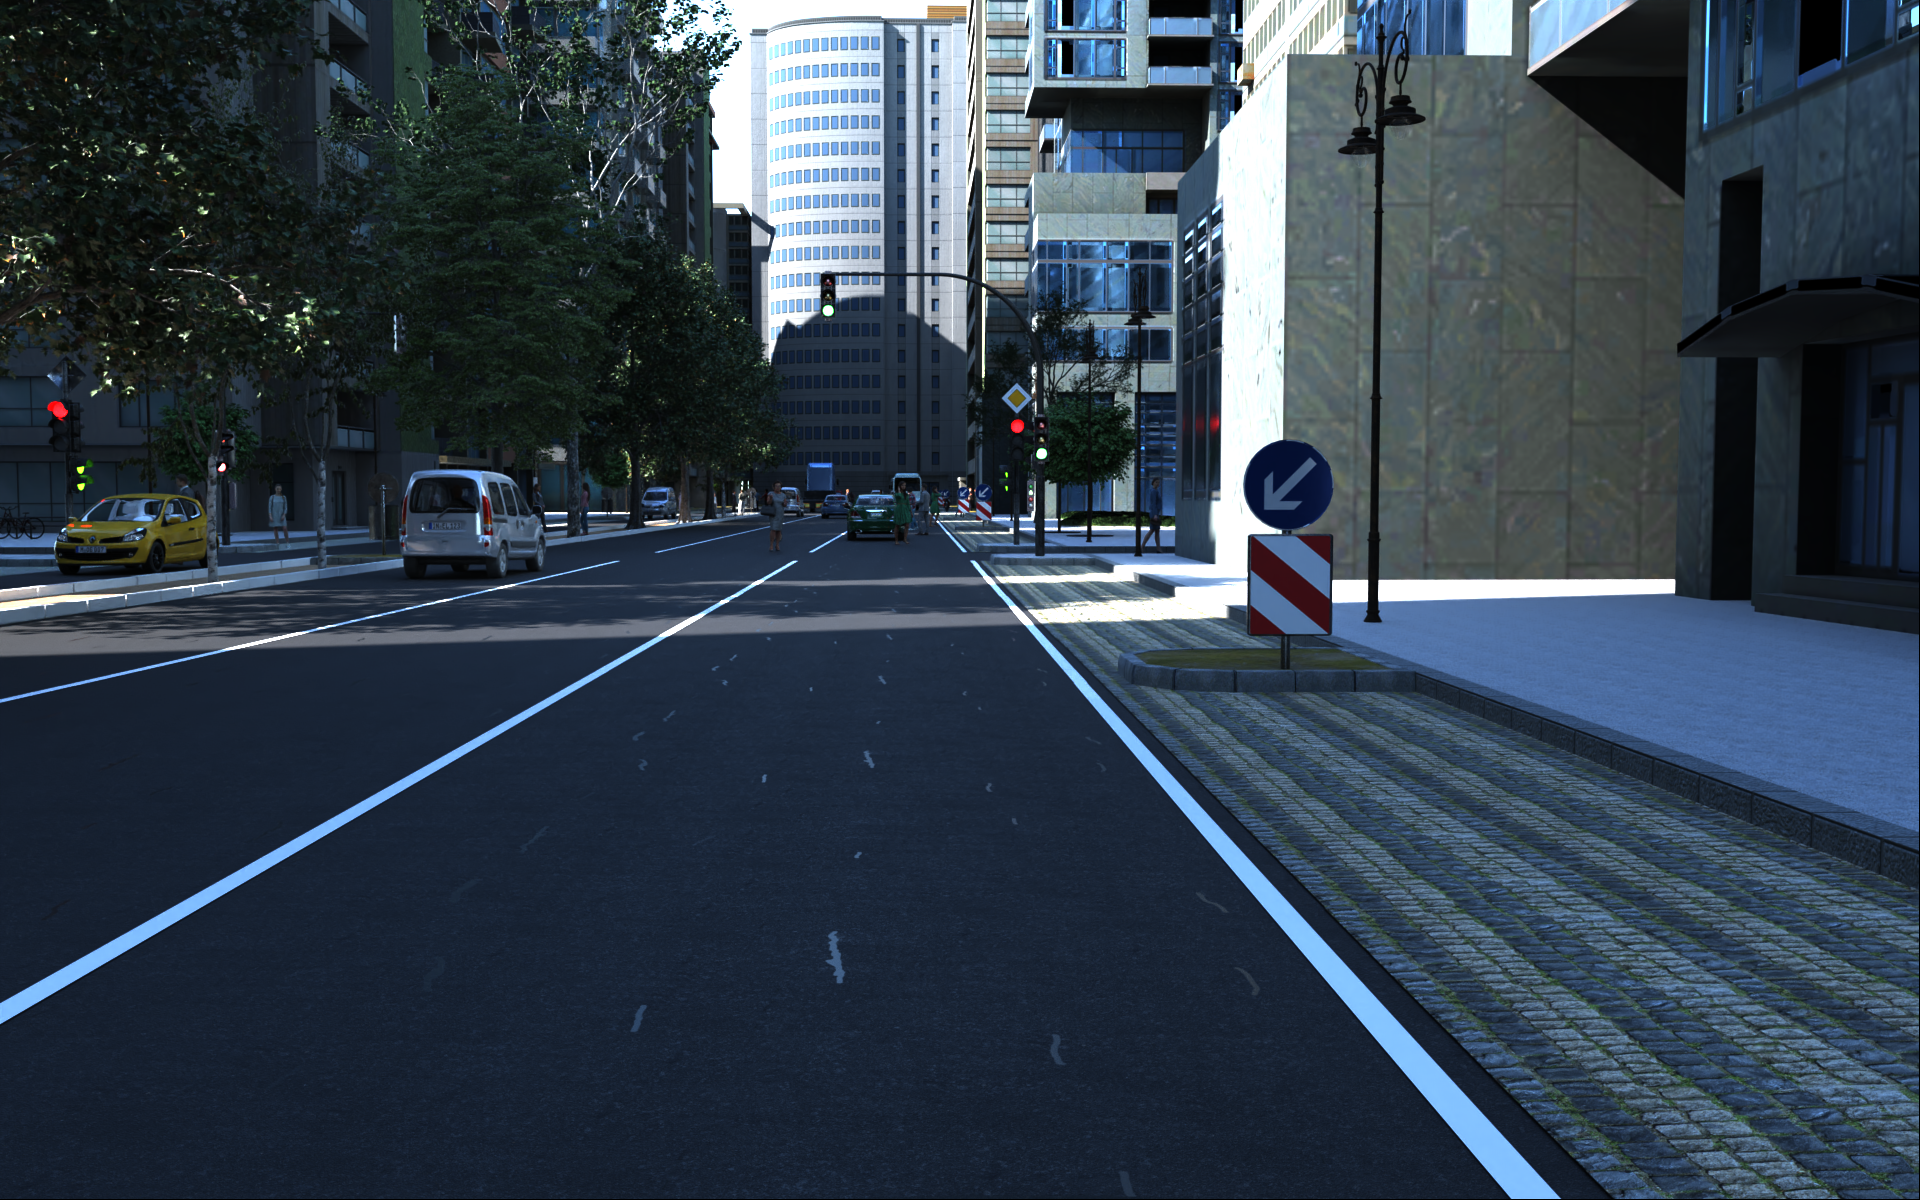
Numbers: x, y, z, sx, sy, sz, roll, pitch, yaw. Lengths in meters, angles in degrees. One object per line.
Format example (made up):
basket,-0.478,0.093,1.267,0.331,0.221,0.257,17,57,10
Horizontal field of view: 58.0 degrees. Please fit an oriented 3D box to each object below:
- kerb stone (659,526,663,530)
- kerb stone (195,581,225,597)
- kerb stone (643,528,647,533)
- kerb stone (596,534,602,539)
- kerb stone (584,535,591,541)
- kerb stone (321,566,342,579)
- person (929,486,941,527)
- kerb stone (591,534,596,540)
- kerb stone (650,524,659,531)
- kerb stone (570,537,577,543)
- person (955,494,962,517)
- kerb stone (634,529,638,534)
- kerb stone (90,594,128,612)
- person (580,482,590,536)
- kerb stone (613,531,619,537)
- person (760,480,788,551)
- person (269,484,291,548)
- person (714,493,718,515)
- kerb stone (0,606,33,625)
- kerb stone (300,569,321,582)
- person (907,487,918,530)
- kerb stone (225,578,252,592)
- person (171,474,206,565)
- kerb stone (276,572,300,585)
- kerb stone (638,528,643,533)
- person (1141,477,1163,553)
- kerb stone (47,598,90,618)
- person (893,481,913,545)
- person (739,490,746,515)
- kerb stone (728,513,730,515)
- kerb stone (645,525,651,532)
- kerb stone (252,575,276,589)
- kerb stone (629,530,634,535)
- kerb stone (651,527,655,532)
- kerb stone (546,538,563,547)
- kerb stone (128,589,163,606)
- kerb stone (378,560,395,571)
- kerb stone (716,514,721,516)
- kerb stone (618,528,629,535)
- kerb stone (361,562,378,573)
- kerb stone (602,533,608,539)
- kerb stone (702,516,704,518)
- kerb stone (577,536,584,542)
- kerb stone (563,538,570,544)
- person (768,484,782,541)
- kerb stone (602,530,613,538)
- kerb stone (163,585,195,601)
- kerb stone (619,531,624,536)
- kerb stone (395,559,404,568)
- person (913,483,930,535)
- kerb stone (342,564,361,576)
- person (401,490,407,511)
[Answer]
kerb stone,-11.914,-2.808,68.137,0.120,0.150,1.000,0,4,-2
kerb stone,-10.739,-0.142,24.592,0.120,0.150,1.000,0,4,-2
kerb stone,-11.800,-2.559,64.035,0.120,0.150,1.000,0,4,-2
kerb stone,-11.555,-1.992,54.807,0.120,0.150,1.000,0,4,-2
kerb stone,-11.482,-1.869,52.760,0.120,0.150,1.000,0,4,-2
kerb stone,-10.875,-0.460,29.711,0.120,0.150,1.000,0,4,-2
person,-1.136,-4.137,76.388,0.529,1.795,0.600,-1,4,-16
kerb stone,-11.525,-1.929,53.782,0.120,0.150,1.000,0,4,-2
kerb stone,-11.889,-2.747,67.115,0.120,0.150,1.000,0,4,-2
kerb stone,-11.442,-1.737,50.706,0.120,0.150,1.000,0,4,-2
person,0.028,-5.794,103.586,0.623,1.781,0.721,3,4,36
kerb stone,-11.739,-2.433,61.971,0.120,0.150,1.000,0,4,-2
kerb stone,-10.653,0.042,21.514,0.120,0.150,1.000,0,4,-2
person,-12.568,-3.027,58.003,0.388,1.821,0.555,0,4,-8
kerb stone,-11.632,-2.177,57.880,0.120,0.150,1.000,0,4,-2
person,-4.654,-2.117,43.470,0.716,1.782,0.532,-2,4,-25
person,-18.092,-2.232,46.003,0.512,1.701,0.522,-2,4,-27
person,-16.649,-6.517,117.650,0.523,1.515,0.503,1,4,15
kerb stone,-10.601,0.167,19.471,0.120,0.150,1.000,0,4,-2
kerb stone,-10.859,-0.397,28.684,0.120,0.150,1.000,0,4,-2
person,-1.888,-3.610,68.361,0.643,1.720,0.563,-1,4,-21
kerb stone,-10.767,-0.205,25.614,0.120,0.150,1.000,0,4,-2
person,-15.620,-1.624,35.024,0.822,1.834,0.622,-2,4,-24
kerb stone,-10.822,-0.333,27.657,0.120,0.150,1.000,0,4,-2
kerb stone,-11.778,-2.492,63.005,0.120,0.150,1.000,0,4,-2
person,4.529,-1.963,40.618,0.654,1.822,0.581,2,4,24
kerb stone,-10.630,0.106,20.493,0.120,0.150,1.000,0,4,-2
person,-1.644,-2.469,49.123,0.600,1.795,0.529,-3,5,-41
person,-14.711,-6.590,116.790,0.519,1.759,0.362,-2,4,-24
kerb stone,-15.192,-5.504,112.180,0.120,0.150,1.000,0,4,-2
kerb stone,-11.834,-2.622,65.064,0.120,0.150,1.000,0,4,-2
kerb stone,-10.798,-0.272,26.635,0.120,0.150,1.000,0,4,-2
kerb stone,-11.715,-2.370,60.949,0.120,0.150,1.000,0,4,-2
kerb stone,-11.857,-2.681,66.087,0.120,0.150,1.000,0,4,-2
kerb stone,-11.384,-1.617,48.658,0.120,0.150,1.000,0,4,-2
kerb stone,-10.679,-0.021,22.539,0.120,0.150,1.000,0,4,-2
kerb stone,-10.957,-0.646,32.782,0.120,0.150,1.000,0,4,-2
kerb stone,-15.058,-5.190,107.049,0.120,0.150,1.000,0,4,-2
kerb stone,-11.692,-2.308,59.927,0.120,0.150,1.000,0,4,-2
kerb stone,-10.931,-0.583,31.759,0.120,0.150,1.000,0,4,-2
kerb stone,-11.581,-2.049,55.829,0.120,0.150,1.000,0,4,-2
kerb stone,-14.832,-4.687,98.828,0.120,0.150,1.000,0,4,-2
kerb stone,-11.476,-1.801,51.731,0.120,0.150,1.000,0,4,-2
kerb stone,-11.415,-1.681,49.683,0.120,0.150,1.000,0,4,-2
person,-5.630,-2.682,52.622,0.520,1.790,0.573,1,4,10
kerb stone,-11.614,-2.120,56.857,0.120,0.150,1.000,0,4,-2
kerb stone,-10.708,-0.081,23.561,0.120,0.150,1.000,0,4,-2
kerb stone,-11.662,-2.245,58.906,0.120,0.150,1.000,0,4,-2
kerb stone,-10.988,-0.710,33.807,0.120,0.150,1.000,0,4,-2
person,-1.324,-3.163,60.414,0.583,1.804,0.606,1,4,22
kerb stone,-10.900,-0.522,30.735,0.120,0.150,1.000,0,4,-2
person,-16.201,-2.610,51.273,0.679,1.850,0.850,-2,4,-35
